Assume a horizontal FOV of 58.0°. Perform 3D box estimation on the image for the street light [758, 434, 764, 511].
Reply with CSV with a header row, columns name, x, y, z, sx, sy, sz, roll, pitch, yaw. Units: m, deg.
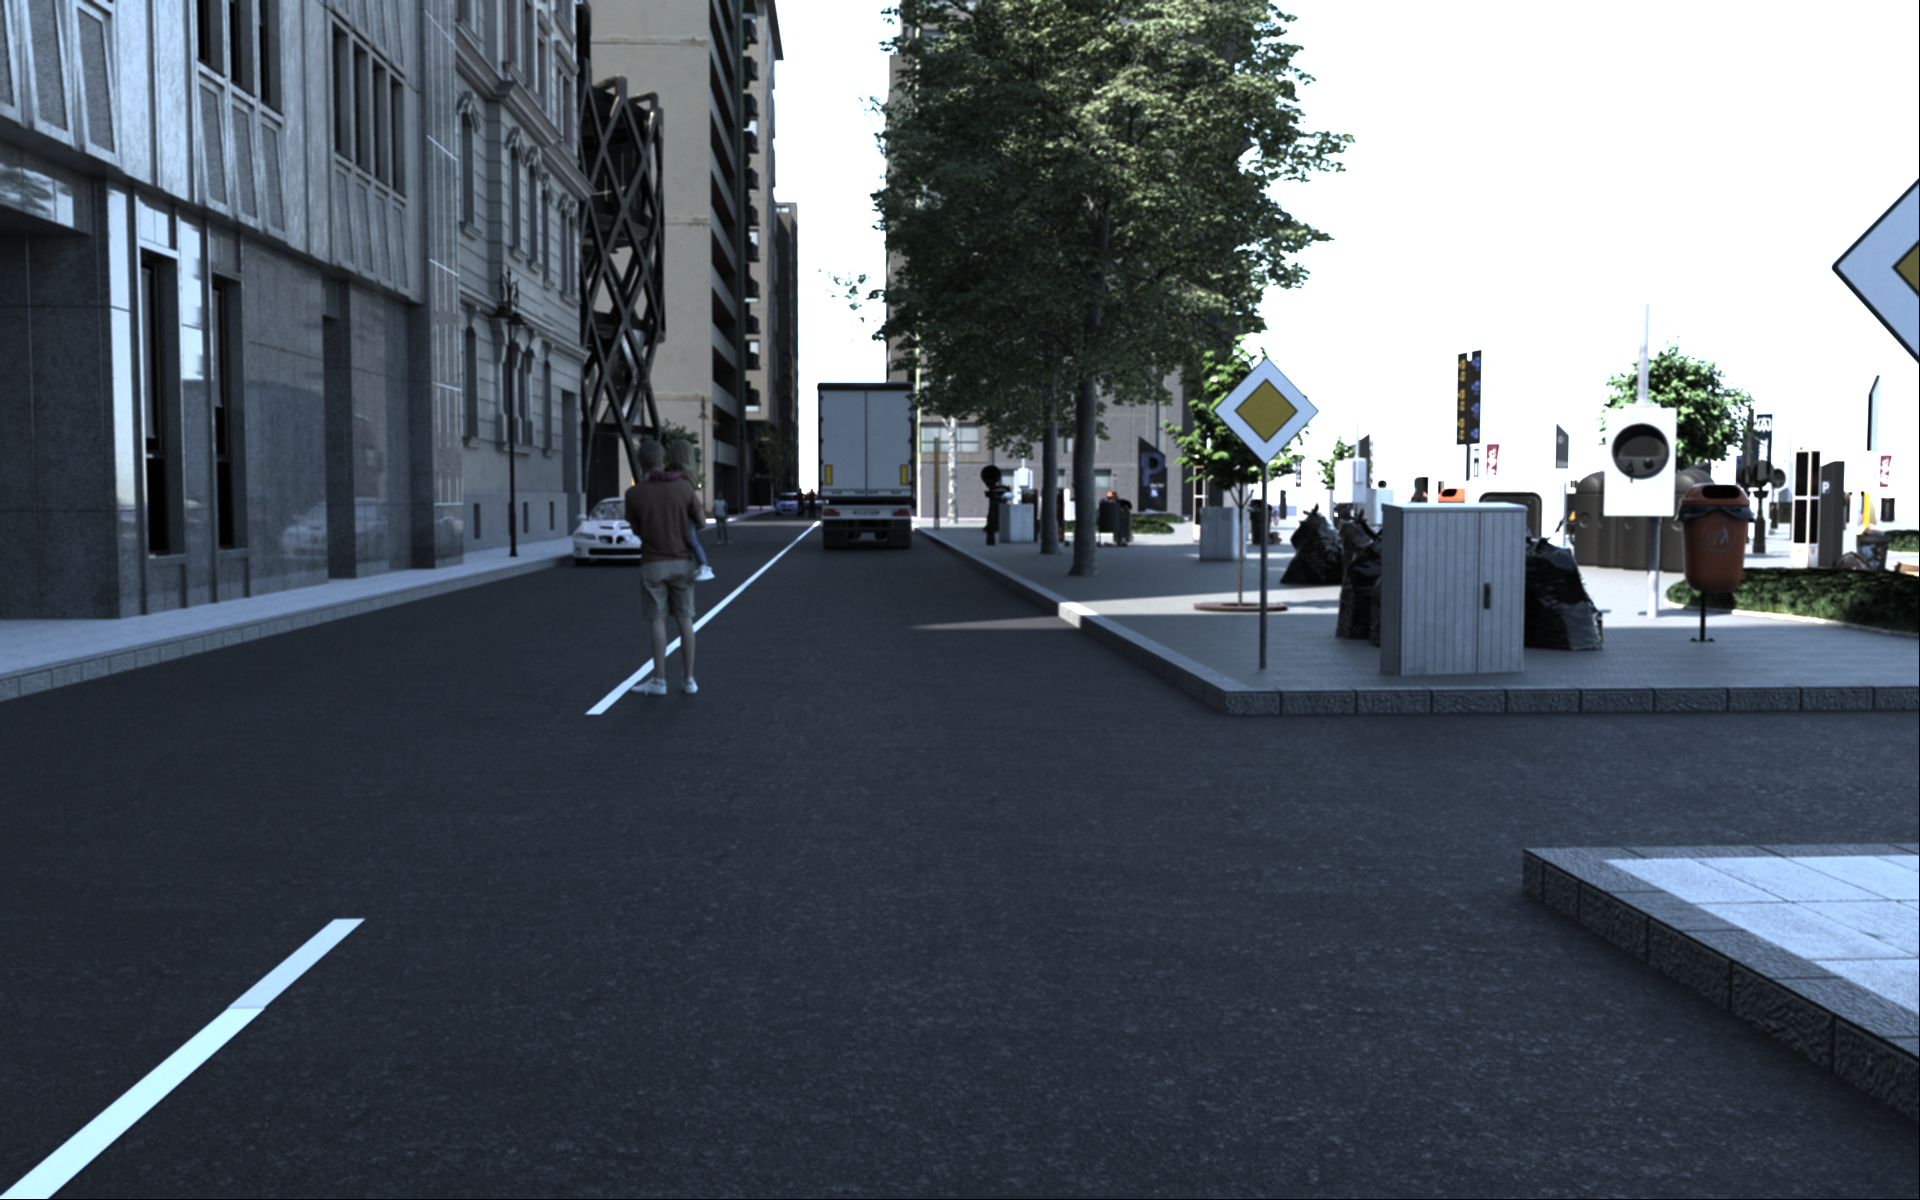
name,x,y,z,sx,sy,sz,roll,pitch,yaw
street light,-15.465,-9.884,134.389,0.468,5.910,1.993,0,4,-4

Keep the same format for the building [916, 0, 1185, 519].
name,x,y,z,sx,sy,sz,roll,pitch,yaw
building,4.487,-25.270,96.752,14.154,41.232,14.086,0,4,-4

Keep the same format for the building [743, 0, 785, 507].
name,x,y,z,sx,sy,sz,roll,pitch,yaw
building,-33.237,-36.312,182.934,28.713,52.752,27.495,0,4,-4

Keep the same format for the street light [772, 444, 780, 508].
name,x,y,z,sx,sy,sz,roll,pitch,yaw
street light,-16.824,-11.266,156.978,0.468,5.910,1.993,0,4,-4

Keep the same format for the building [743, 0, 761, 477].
name,x,y,z,sx,sy,sz,roll,pitch,yaw
building,-27.396,-29.528,137.414,22.147,44.769,28.867,0,4,-4

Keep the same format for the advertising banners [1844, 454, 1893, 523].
name,x,y,z,sx,sy,sz,roll,pitch,yaw
advertising banners,40.239,-4.939,76.948,2.074,3.025,0.090,1,4,23

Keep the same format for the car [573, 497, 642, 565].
name,x,y,z,sx,sy,sz,roll,pitch,yaw
car,-6.917,-1.472,36.421,2.083,1.381,4.827,0,4,-3

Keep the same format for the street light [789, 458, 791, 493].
name,x,y,z,sx,sy,sz,roll,pitch,yaw
street light,-19.210,-13.592,195.017,0.468,5.910,1.993,0,4,-4

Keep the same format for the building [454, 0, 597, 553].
name,x,y,z,sx,sy,sz,roll,pitch,yaw
building,-17.290,-15.591,42.296,14.401,28.519,23.554,0,4,-4

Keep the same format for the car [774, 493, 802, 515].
name,x,y,z,sx,sy,sz,roll,pitch,yaw
car,-11.661,-6.629,117.970,1.945,1.707,3.694,0,4,-2

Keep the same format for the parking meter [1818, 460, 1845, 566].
name,x,y,z,sx,sy,sz,roll,pitch,yaw
parking meter,15.192,-1.499,30.217,0.255,1.863,0.399,-1,4,-11

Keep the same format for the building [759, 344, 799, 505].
name,x,y,z,sx,sy,sz,roll,pitch,yaw
building,-34.263,-22.538,213.532,27.650,21.520,28.899,0,4,-4

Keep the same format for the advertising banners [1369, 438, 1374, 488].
name,x,y,z,sx,sy,sz,roll,pitch,yaw
advertising banners,13.350,-3.618,55.344,0.090,3.025,2.074,2,4,29

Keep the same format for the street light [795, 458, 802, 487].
name,x,y,z,sx,sy,sz,roll,pitch,yaw
street light,-20.529,-14.992,217.901,0.468,5.910,1.993,0,4,-4

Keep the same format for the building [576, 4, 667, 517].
name,x,y,z,sx,sy,sz,roll,pitch,yaw
building,-19.354,-11.939,62.650,16.820,18.784,16.811,0,4,-4

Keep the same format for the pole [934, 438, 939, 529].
name,x,y,z,sx,sy,sz,roll,pitch,yaw
pole,-0.842,-4.213,62.728,0.158,3.312,0.155,0,3,0

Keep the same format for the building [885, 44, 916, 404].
name,x,y,z,sx,sy,sz,roll,pitch,yaw
building,2.878,-34.311,184.684,21.300,48.544,21.600,0,4,-4

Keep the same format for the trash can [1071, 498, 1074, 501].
name,x,y,z,sx,sy,sz,roll,pitch,yaw
trash can,4.593,-3.330,66.093,0.748,1.137,0.748,0,3,0

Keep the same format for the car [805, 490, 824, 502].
name,x,y,z,sx,sy,sz,roll,pitch,yaw
car,-14.636,-10.067,173.272,2.281,1.827,5.304,0,4,-5

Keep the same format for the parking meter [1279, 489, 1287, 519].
name,x,y,z,sx,sy,sz,roll,pitch,yaw
parking meter,16.530,-4.905,88.608,0.372,1.533,0.369,0,3,0

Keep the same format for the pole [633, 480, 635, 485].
name,x,y,z,sx,sy,sz,roll,pitch,yaw
pole,-15.749,-5.508,83.892,0.158,3.312,0.155,0,3,0

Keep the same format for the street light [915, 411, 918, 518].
name,x,y,z,sx,sy,sz,roll,pitch,yaw
street light,-2.354,-7.435,94.355,0.468,5.910,1.993,0,4,-4

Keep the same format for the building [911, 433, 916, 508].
name,x,y,z,sx,sy,sz,roll,pitch,yaw
building,5.439,-51.039,147.154,22.319,86.520,31.000,0,4,-4

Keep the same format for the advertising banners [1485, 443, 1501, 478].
name,x,y,z,sx,sy,sz,roll,pitch,yaw
advertising banners,17.737,-3.908,60.080,2.074,3.025,0.090,3,5,42

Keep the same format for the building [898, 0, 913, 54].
name,x,y,z,sx,sy,sz,roll,pitch,yaw
building,-0.038,-48.788,235.941,20.563,71.187,20.611,0,4,-4

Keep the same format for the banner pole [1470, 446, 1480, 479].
name,x,y,z,sx,sy,sz,roll,pitch,yaw
banner pole,24.505,-5.663,82.613,0.401,3.779,0.863,-2,4,-24

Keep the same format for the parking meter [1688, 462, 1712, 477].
name,x,y,z,sx,sy,sz,roll,pitch,yaw
parking meter,13.446,-1.580,31.543,0.399,1.863,0.255,-2,4,-25

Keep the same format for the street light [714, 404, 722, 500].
name,x,y,z,sx,sy,sz,roll,pitch,yaw
street light,-12.460,-7.089,88.688,0.468,5.910,1.993,0,4,-4

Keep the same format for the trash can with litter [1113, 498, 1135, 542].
name,x,y,z,sx,sy,sz,roll,pitch,yaw
trash can with litter,4.289,-2.115,45.975,0.624,1.170,1.055,1,4,15

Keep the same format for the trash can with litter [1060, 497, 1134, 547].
name,x,y,z,sx,sy,sz,roll,pitch,yaw
trash can with litter,3.276,-1.927,42.561,2.233,1.210,1.678,0,4,-4

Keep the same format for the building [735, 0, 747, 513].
name,x,y,z,sx,sy,sz,roll,pitch,yaw
building,-21.784,-26.409,115.378,14.154,41.232,14.086,0,4,-4

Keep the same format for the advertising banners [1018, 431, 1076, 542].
name,x,y,z,sx,sy,sz,roll,pitch,yaw
advertising banners,2.549,-3.080,46.542,2.074,3.025,0.090,-1,4,-17

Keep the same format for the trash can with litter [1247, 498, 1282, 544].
name,x,y,z,sx,sy,sz,roll,pitch,yaw
trash can with litter,7.781,-2.017,44.357,0.624,1.170,1.055,3,5,39

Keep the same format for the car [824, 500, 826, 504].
name,x,y,z,sx,sy,sz,roll,pitch,yaw
car,-15.031,-10.466,183.127,2.014,1.417,4.499,0,4,-4

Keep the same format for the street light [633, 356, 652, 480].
name,x,y,z,sx,sy,sz,roll,pitch,yaw
street light,-10.629,-5.220,58.131,0.468,5.910,1.993,0,4,-4

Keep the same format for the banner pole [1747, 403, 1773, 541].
name,x,y,z,sx,sy,sz,roll,pitch,yaw
banner pole,21.811,-3.510,47.401,0.401,3.779,0.863,-3,5,-43

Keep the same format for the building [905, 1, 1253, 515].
name,x,y,z,sx,sy,sz,roll,pitch,yaw
building,7.474,-28.379,118.619,22.147,44.769,28.867,0,4,-4

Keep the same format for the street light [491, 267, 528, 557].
name,x,y,z,sx,sy,sz,roll,pitch,yaw
street light,-9.162,-3.827,35.356,0.468,5.910,1.993,0,4,-4

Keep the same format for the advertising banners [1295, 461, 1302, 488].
name,x,y,z,sx,sy,sz,roll,pitch,yaw
advertising banners,15.536,-4.922,76.661,2.074,3.025,0.090,-2,4,-28

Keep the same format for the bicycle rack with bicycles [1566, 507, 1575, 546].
name,x,y,z,sx,sy,sz,roll,pitch,yaw
bicycle rack with bicycles,16.008,-2.033,46.626,2.852,0.926,2.925,0,4,6

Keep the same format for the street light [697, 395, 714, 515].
name,x,y,z,sx,sy,sz,roll,pitch,yaw
street light,-11.947,-6.602,80.723,0.468,5.910,1.993,0,4,-4

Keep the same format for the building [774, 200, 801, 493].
name,x,y,z,sx,sy,sz,roll,pitch,yaw
building,-29.018,-33.712,234.790,14.154,41.232,14.086,0,4,-4

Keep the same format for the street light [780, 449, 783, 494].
name,x,y,z,sx,sy,sz,roll,pitch,yaw
street light,-17.720,-12.165,171.693,0.468,5.910,1.993,0,4,-4

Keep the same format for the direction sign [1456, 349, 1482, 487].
name,x,y,z,sx,sy,sz,roll,pitch,yaw
direction sign,8.079,-2.175,27.560,0.379,3.537,0.876,0,4,-8

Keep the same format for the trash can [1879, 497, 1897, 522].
name,x,y,z,sx,sy,sz,roll,pitch,yaw
trash can,42.807,-4.175,79.910,0.748,1.137,0.748,0,3,0

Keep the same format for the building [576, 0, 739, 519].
name,x,y,z,sx,sy,sz,roll,pitch,yaw
building,-23.933,-28.941,96.889,21.300,48.544,21.600,0,4,-4

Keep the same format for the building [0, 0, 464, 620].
name,x,y,z,sx,sy,sz,roll,pitch,yaw
building,-14.484,-12.400,20.765,12.078,24.808,19.932,0,4,-4

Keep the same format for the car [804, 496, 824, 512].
name,x,y,z,sx,sy,sz,roll,pitch,yaw
car,-11.701,-7.672,137.437,2.014,1.417,4.499,0,4,-6

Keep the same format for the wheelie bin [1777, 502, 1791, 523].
name,x,y,z,sx,sy,sz,roll,pitch,yaw
wheelie bin,36.359,-4.179,76.240,0.980,1.594,0.693,1,4,20

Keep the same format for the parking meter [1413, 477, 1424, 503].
name,x,y,z,sx,sy,sz,roll,pitch,yaw
parking meter,15.296,-3.186,57.795,0.255,1.863,0.399,0,4,-1

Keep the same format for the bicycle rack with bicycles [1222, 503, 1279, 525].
name,x,y,z,sx,sy,sz,roll,pitch,yaw
bicycle rack with bicycles,11.808,-3.558,71.562,2.852,0.926,2.925,0,4,1

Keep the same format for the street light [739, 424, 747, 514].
name,x,y,z,sx,sy,sz,roll,pitch,yaw
street light,-14.002,-8.481,111.457,0.468,5.910,1.993,0,4,-4

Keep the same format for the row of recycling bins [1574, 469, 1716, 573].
name,x,y,z,sx,sy,sz,roll,pitch,yaw
row of recycling bins,11.660,-1.377,29.632,1.069,1.692,3.534,-1,4,-10

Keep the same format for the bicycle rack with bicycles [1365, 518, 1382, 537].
name,x,y,z,sx,sy,sz,roll,pitch,yaw
bicycle rack with bicycles,10.371,-1.536,38.499,2.852,0.926,2.925,-3,5,-42
